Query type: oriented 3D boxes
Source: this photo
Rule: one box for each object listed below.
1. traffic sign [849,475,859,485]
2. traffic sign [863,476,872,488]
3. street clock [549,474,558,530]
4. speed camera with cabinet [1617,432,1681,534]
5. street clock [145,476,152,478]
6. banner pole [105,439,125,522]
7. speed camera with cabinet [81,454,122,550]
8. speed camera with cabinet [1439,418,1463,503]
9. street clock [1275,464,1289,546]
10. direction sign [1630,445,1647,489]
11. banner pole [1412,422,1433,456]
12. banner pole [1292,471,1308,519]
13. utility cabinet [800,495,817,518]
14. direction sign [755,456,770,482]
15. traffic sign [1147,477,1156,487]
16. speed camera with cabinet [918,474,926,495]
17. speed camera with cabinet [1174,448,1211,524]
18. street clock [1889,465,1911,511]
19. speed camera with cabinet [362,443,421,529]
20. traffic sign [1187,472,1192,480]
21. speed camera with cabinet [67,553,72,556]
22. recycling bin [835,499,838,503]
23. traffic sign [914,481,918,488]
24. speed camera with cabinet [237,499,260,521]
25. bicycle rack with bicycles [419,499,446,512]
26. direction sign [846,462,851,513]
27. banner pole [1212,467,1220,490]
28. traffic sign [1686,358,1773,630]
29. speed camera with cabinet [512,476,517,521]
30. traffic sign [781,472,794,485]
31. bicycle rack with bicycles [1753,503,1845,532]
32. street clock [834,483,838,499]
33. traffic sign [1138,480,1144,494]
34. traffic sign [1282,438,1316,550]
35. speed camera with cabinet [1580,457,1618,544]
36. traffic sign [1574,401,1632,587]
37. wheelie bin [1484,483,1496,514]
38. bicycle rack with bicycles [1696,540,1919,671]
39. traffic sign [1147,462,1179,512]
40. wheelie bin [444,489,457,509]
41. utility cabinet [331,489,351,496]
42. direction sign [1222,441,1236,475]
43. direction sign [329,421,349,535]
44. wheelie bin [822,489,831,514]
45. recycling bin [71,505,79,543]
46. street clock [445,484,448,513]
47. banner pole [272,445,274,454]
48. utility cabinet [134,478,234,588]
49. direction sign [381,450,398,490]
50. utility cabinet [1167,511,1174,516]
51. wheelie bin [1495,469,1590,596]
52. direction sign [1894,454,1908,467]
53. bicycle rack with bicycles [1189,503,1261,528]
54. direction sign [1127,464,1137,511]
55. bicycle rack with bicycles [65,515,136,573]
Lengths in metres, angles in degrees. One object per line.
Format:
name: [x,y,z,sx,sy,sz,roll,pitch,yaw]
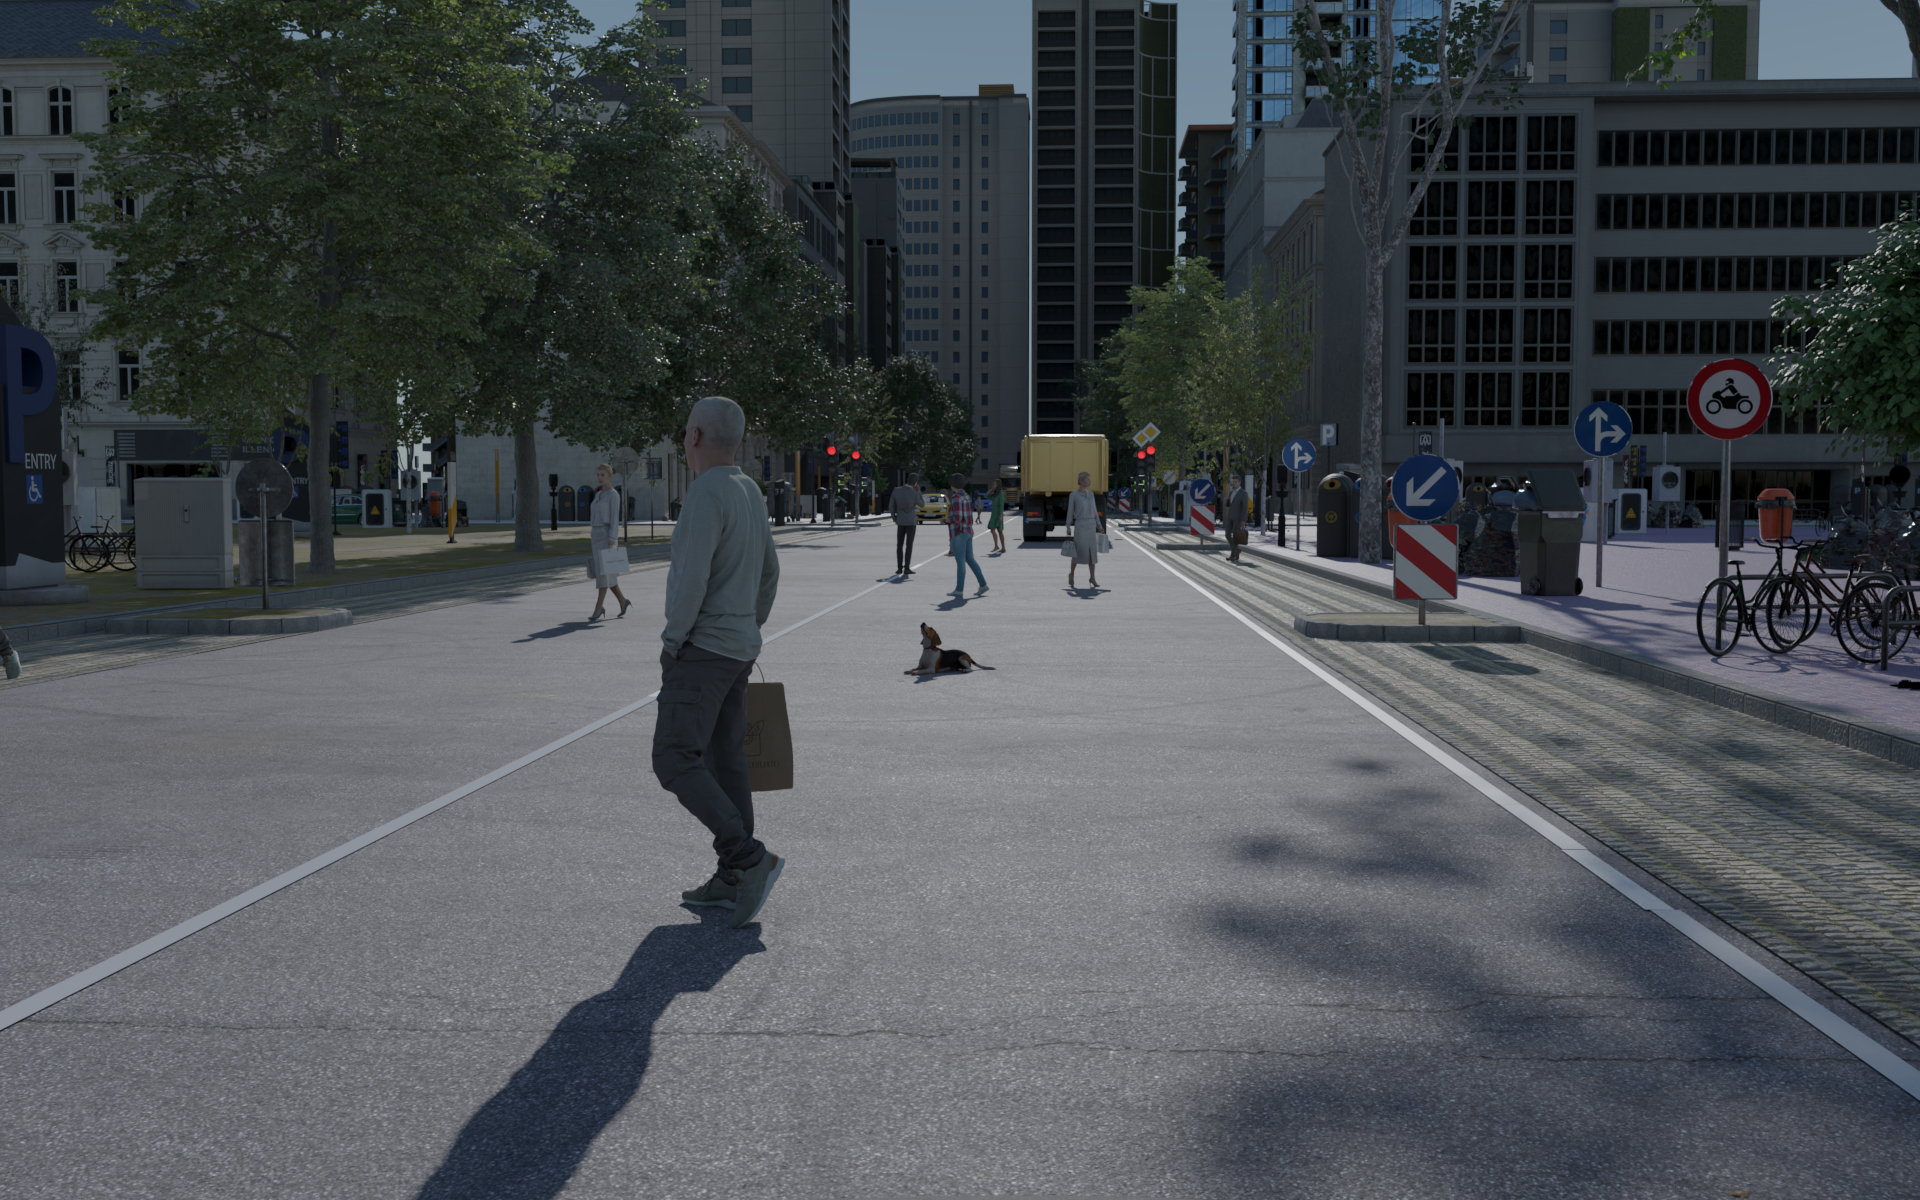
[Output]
traffic sign: [-6.877,-6.882,112.626,0.768,2.556,0.104,1,4,9]
traffic sign: [-5.756,-6.562,108.480,0.795,2.450,0.064,0,4,8]
street clock: [-14.334,-3.458,61.113,0.358,2.002,0.471,-2,4,-25]
speed camera with cabinet: [21.852,-3.724,55.229,2.038,3.252,0.660,0,4,-3]
street clock: [-32.763,-4.000,69.973,0.358,2.002,0.471,-3,4,-36]
banner pole: [-38.644,-5.451,79.141,0.401,3.779,0.863,2,4,32]
speed camera with cabinet: [-20.108,-2.790,39.950,2.038,3.252,0.660,3,5,40]
speed camera with cabinet: [12.200,-3.085,44.778,2.038,3.252,0.660,-3,5,-41]
street clock: [7.884,-2.314,42.407,0.358,2.002,0.471,0,4,7]
direction sign: [31.438,-5.403,80.330,0.876,3.537,0.379,-1,4,-19]
banner pole: [16.101,-4.317,60.594,0.863,3.779,0.401,1,4,11]
banner pole: [17.490,-6.066,89.195,0.863,3.779,0.401,1,4,21]
utility cabinet: [-8.097,-4.946,92.024,1.020,1.237,0.306,2,4,31]
direction sign: [-11.761,-6.808,103.311,0.876,3.537,0.379,-1,4,-21]
traffic sign: [11.318,-6.142,102.559,0.606,2.300,0.079,0,4,4]
speed camera with cabinet: [-3.931,-9.593,151.177,2.038,3.252,0.660,-3,4,-36]
speed camera with cabinet: [10.094,-4.950,75.267,0.660,3.252,2.038,-2,4,-26]
street clock: [23.583,-2.381,43.492,0.471,2.002,0.358,2,4,35]
speed camera with cabinet: [-21.009,-4.261,64.006,2.038,3.252,0.660,-1,4,-10]
traffic sign: [13.472,-6.230,101.863,0.884,2.594,0.081,1,4,11]
speed camera with cabinet: [-19.216,-2.512,35.413,2.038,3.252,0.660,-1,4,-19]
recycling bin: [-6.613,-4.847,91.807,0.722,1.027,0.722,-3,4,-38]
traffic sign: [-3.989,-9.163,149.928,0.768,2.556,0.104,0,4,6]
speed camera with cabinet: [-33.135,-5.362,81.997,2.038,3.252,0.660,-1,4,-14]
bicycle rack with bicycles: [-41.949,-7.476,135.608,2.852,0.926,2.925,3,5,43]
direction sign: [-7.602,-7.712,118.095,0.379,3.537,0.876,1,4,10]
banner pole: [20.379,-9.082,138.511,0.863,3.779,0.401,-1,4,-14]
traffic sign: [7.218,-0.992,16.333,0.768,2.556,0.104,0,4,8]
speed camera with cabinet: [-21.126,-5.430,83.111,0.660,3.252,2.038,-1,4,-19]
traffic sign: [-8.108,-4.854,81.495,0.606,2.300,0.079,0,4,8]
bicycle rack with bicycles: [25.832,-2.434,53.171,2.852,0.926,2.925,3,4,37]
street clock: [-7.568,-6.183,105.665,0.471,2.002,0.358,-1,4,-14]
traffic sign: [13.749,-7.988,130.606,0.884,2.594,0.081,1,4,9]
traffic sign: [7.776,-2.426,39.774,0.768,2.556,0.104,1,4,8]
speed camera with cabinet: [16.555,-3.136,45.604,0.660,3.252,2.038,0,4,1]
traffic sign: [8.822,-1.452,23.843,0.768,2.556,0.104,1,4,10]
wheelie bin: [9.737,-1.404,30.868,0.693,1.594,0.980,0,4,-1]
bicycle rack with bicycles: [7.147,-0.021,13.733,2.925,0.926,2.852,-1,4,-14]
traffic sign: [12.813,-7.007,108.440,2.265,3.308,0.079,1,4,9]
wheelie bin: [-30.322,-5.839,103.381,0.693,1.594,0.980,3,5,42]
utility cabinet: [-27.871,-4.216,77.603,1.173,1.500,0.318,0,4,8]
direction sign: [11.575,-5.049,74.547,0.379,3.537,0.876,-2,4,-30]
direction sign: [-19.401,-3.774,53.704,0.876,3.537,0.379,-1,4,-12]
wheelie bin: [-8.281,-6.216,109.539,0.693,1.594,0.980,2,4,28]
recycling bin: [-23.342,-2.030,45.742,0.722,1.027,0.722,1,4,20]
street clock: [-35.353,-7.024,119.404,0.471,2.002,0.358,-2,4,-24]
banner pole: [-30.521,-5.377,77.935,0.863,3.779,0.401,-1,4,-9]
utility cabinet: [-10.438,-0.894,23.294,1.173,1.500,0.318,0,4,-2]
direction sign: [-29.461,-5.963,89.498,0.876,3.537,0.379,0,4,3]
utility cabinet: [12.550,-5.538,101.716,0.306,1.237,1.020,2,4,35]
wheelie bin: [7.458,-0.862,21.997,0.980,1.594,0.693,-1,4,-11]
direction sign: [41.330,-5.147,76.154,0.379,3.537,0.876,0,4,-5]
bicycle rack with bicycles: [10.064,-3.230,66.199,2.925,0.926,2.852,0,4,-1]
direction sign: [13.101,-8.551,131.813,0.876,3.537,0.379,-1,4,-19]
bicycle rack with bicycles: [-14.170,-0.967,29.193,2.925,0.926,2.852,-1,4,-8]
